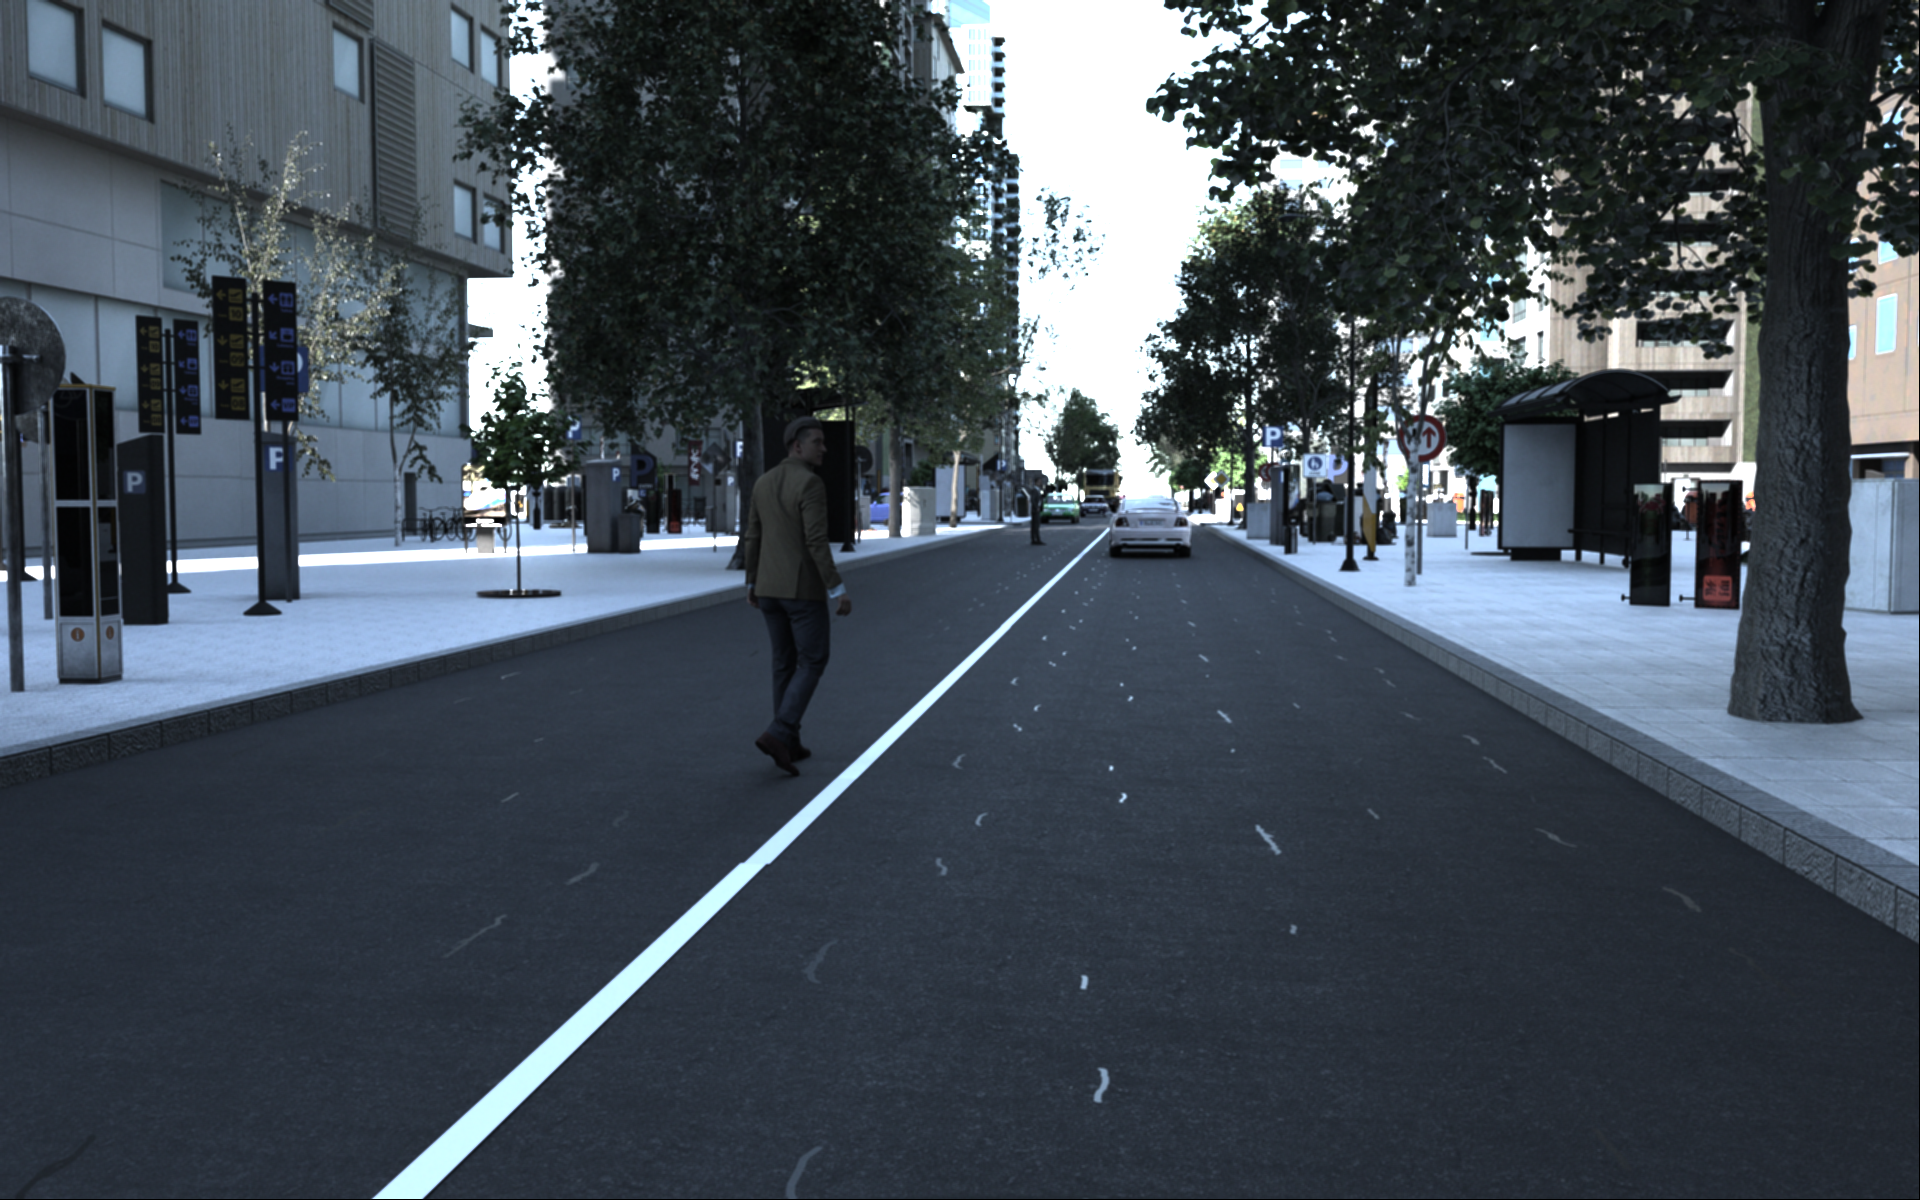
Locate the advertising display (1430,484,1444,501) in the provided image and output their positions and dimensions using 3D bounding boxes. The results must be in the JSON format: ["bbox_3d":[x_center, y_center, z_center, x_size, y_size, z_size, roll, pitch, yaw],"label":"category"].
[{"bbox_3d":[30.148,-6.378,109.493,0.974,1.923,0.123,-2,4,-24],"label":"advertising display"}]

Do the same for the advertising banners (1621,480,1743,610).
[{"bbox_3d":[8.455,-1.415,19.324,2.074,3.025,0.090,3,5,43],"label":"advertising banners"}]

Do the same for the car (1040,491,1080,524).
[{"bbox_3d":[4.923,-4.673,85.198,1.959,1.807,4.718,0,4,7],"label":"car"}]

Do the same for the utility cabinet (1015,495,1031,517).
[{"bbox_3d":[3.659,-5.338,98.444,1.020,1.237,0.306,1,4,21],"label":"utility cabinet"}]

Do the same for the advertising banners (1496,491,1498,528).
[{"bbox_3d":[19.651,-4.057,62.518,0.090,3.025,2.074,-2,4,-28],"label":"advertising banners"}]

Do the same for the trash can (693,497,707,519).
[{"bbox_3d":[-13.446,-4.768,89.607,0.748,1.137,0.748,0,3,0],"label":"trash can"}]

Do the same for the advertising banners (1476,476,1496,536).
[{"bbox_3d":[15.938,-3.459,52.743,0.090,3.025,2.074,2,4,30],"label":"advertising banners"}]

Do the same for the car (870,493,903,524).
[{"bbox_3d":[-3.218,-4.147,77.392,3.694,1.707,1.945,0,4,4],"label":"car"}]

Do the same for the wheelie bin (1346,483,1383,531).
[{"bbox_3d":[11.169,-2.429,47.617,0.693,1.594,0.980,-3,4,-36],"label":"wheelie bin"}]

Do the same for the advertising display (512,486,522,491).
[{"bbox_3d":[-31.023,-7.085,121.053,0.974,1.923,0.123,2,4,32],"label":"advertising display"}]

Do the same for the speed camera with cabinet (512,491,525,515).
[{"bbox_3d":[-25.837,-6.702,103.919,2.038,3.252,0.660,0,4,-7],"label":"speed camera with cabinet"}]

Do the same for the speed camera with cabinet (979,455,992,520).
[{"bbox_3d":[1.298,-5.638,86.510,0.660,3.252,2.038,0,4,-2],"label":"speed camera with cabinet"}]

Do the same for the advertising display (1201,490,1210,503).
[{"bbox_3d":[20.833,-8.651,146.657,0.974,1.923,0.123,-2,4,-32],"label":"advertising display"}]

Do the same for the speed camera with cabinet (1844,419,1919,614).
[{"bbox_3d":[9.962,-1.531,19.360,0.660,3.252,2.038,-1,4,-12],"label":"speed camera with cabinet"}]

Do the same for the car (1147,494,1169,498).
[{"bbox_3d":[12.094,-5.750,106.022,2.014,1.417,4.499,0,4,5],"label":"car"}]

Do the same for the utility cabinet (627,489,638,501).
[{"bbox_3d":[-29.153,-8.860,153.544,1.173,1.500,0.318,0,4,1],"label":"utility cabinet"}]

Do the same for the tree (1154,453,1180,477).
[{"bbox_3d":[35.682,-22.165,288.149,9.928,11.665,9.643,0,3,0],"label":"tree"}]

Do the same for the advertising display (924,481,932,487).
[{"bbox_3d":[-1.499,-4.768,83.166,0.123,1.923,0.974,1,4,23],"label":"advertising display"}]

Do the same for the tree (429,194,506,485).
[{"bbox_3d":[-13.543,-5.620,42.245,4.360,8.622,3.978,0,3,0],"label":"tree"}]

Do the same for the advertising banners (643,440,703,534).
[{"bbox_3d":[-9.296,-3.670,56.187,2.074,3.025,0.090,1,4,13],"label":"advertising banners"}]

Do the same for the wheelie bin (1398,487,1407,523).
[{"bbox_3d":[19.843,-4.228,77.031,0.693,1.594,0.980,2,4,23],"label":"wheelie bin"}]

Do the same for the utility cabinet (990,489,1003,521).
[{"bbox_3d":[1.764,-4.560,83.243,0.318,1.500,1.173,1,4,18],"label":"utility cabinet"}]

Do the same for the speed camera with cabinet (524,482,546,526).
[{"bbox_3d":[-17.194,-4.638,70.164,0.660,3.252,2.038,-1,4,-14],"label":"speed camera with cabinet"}]

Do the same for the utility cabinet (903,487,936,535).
[{"bbox_3d":[-1.248,-2.751,53.658,0.318,1.500,1.173,3,5,44],"label":"utility cabinet"}]

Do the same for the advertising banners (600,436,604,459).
[{"bbox_3d":[-10.762,-3.371,51.309,0.090,3.025,2.074,0,4,2],"label":"advertising banners"}]

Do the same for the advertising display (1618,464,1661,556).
[{"bbox_3d":[14.157,-1.892,36.140,0.974,1.923,0.123,-1,4,-17],"label":"advertising display"}]

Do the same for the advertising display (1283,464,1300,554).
[{"bbox_3d":[7.121,-1.957,37.210,0.123,1.923,0.974,2,4,25],"label":"advertising display"}]

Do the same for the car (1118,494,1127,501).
[{"bbox_3d":[29.069,-18.483,311.228,2.155,1.783,4.494,0,4,5],"label":"car"}]

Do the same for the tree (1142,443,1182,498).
[{"bbox_3d":[28.908,-19.545,237.695,7.486,12.596,7.792,0,3,0],"label":"tree"}]

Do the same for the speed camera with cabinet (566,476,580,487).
[{"bbox_3d":[-19.000,-5.739,88.175,2.038,3.252,0.660,-1,4,-16],"label":"speed camera with cabinet"}]

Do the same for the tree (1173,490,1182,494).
[{"bbox_3d":[30.306,-15.202,243.159,1.663,3.219,1.824,0,3,0],"label":"tree"}]

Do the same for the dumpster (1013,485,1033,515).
[{"bbox_3d":[3.972,-6.250,107.945,1.264,1.857,1.865,0,4,6],"label":"dumpster"}]

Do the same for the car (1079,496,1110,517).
[{"bbox_3d":[8.455,-5.899,109.031,1.945,1.354,3.894,0,4,6],"label":"car"}]

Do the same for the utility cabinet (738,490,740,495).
[{"bbox_3d":[-11.373,-5.089,91.877,0.318,1.500,1.173,-2,4,-32],"label":"utility cabinet"}]

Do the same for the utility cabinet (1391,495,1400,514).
[{"bbox_3d":[27.318,-5.896,107.561,1.020,1.237,0.306,0,4,7],"label":"utility cabinet"}]

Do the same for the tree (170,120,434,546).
[{"bbox_3d":[-13.731,-5.181,35.068,4.360,8.622,3.978,0,3,0],"label":"tree"}]

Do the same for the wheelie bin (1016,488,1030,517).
[{"bbox_3d":[3.450,-5.348,95.345,0.693,1.594,0.980,1,4,14],"label":"wheelie bin"}]

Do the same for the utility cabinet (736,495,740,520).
[{"bbox_3d":[-10.838,-4.640,87.021,0.306,1.237,1.020,-3,5,-40],"label":"utility cabinet"}]

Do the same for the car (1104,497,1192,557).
[{"bbox_3d":[4.455,-1.745,40.892,2.083,1.381,4.827,0,4,5],"label":"car"}]

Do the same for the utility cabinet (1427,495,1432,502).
[{"bbox_3d":[26.656,-5.324,98.203,0.306,1.237,1.020,1,4,19],"label":"utility cabinet"}]

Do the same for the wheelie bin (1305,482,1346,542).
[{"bbox_3d":[9.697,-2.359,46.476,0.693,1.594,0.980,-2,4,-25],"label":"wheelie bin"}]

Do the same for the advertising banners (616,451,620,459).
[{"bbox_3d":[-14.132,-4.546,70.512,0.090,3.025,2.074,-2,4,-27],"label":"advertising banners"}]

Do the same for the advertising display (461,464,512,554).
[{"bbox_3d":[-10.128,-1.941,36.948,0.974,1.923,0.123,0,4,3],"label":"advertising display"}]

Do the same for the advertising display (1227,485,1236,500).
[{"bbox_3d":[15.924,-5.912,101.877,0.123,1.923,0.974,-2,4,-26],"label":"advertising display"}]

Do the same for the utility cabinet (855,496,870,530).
[{"bbox_3d":[-3.719,-3.096,61.786,1.020,1.237,0.306,0,4,5],"label":"utility cabinet"}]

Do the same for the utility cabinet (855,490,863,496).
[{"bbox_3d":[-5.482,-4.797,87.112,1.173,1.500,0.318,-1,4,-12],"label":"utility cabinet"}]

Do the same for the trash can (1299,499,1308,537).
[{"bbox_3d":[10.471,-2.459,51.858,0.748,1.137,0.748,0,3,0],"label":"trash can"}]

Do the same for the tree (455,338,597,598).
[{"bbox_3d":[-5.521,-1.650,21.587,1.663,3.219,1.824,0,3,0],"label":"tree"}]

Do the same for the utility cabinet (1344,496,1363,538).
[{"bbox_3d":[10.354,-2.083,45.226,0.306,1.237,1.020,3,4,36],"label":"utility cabinet"}]

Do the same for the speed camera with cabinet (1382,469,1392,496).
[{"bbox_3d":[33.733,-8.877,139.477,2.038,3.252,0.660,2,4,30],"label":"speed camera with cabinet"}]

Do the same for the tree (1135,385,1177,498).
[{"bbox_3d":[31.190,-24.318,253.481,12.611,20.169,13.585,0,3,0],"label":"tree"}]

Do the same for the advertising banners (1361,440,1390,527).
[{"bbox_3d":[13.446,-3.648,55.838,0.090,3.025,2.074,2,4,35],"label":"advertising banners"}]

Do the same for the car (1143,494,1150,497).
[{"bbox_3d":[33.523,-18.236,308.384,2.015,1.641,3.980,0,4,8],"label":"car"}]

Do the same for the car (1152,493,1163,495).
[{"bbox_3d":[22.245,-11.384,195.165,2.155,1.783,4.494,0,4,6],"label":"car"}]

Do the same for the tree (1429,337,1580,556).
[{"bbox_3d":[11.499,-3.229,36.510,4.285,4.588,4.351,0,3,0],"label":"tree"}]

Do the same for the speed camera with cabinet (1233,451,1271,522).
[{"bbox_3d":[13.647,-5.270,80.503,2.038,3.252,0.660,2,4,30],"label":"speed camera with cabinet"}]
